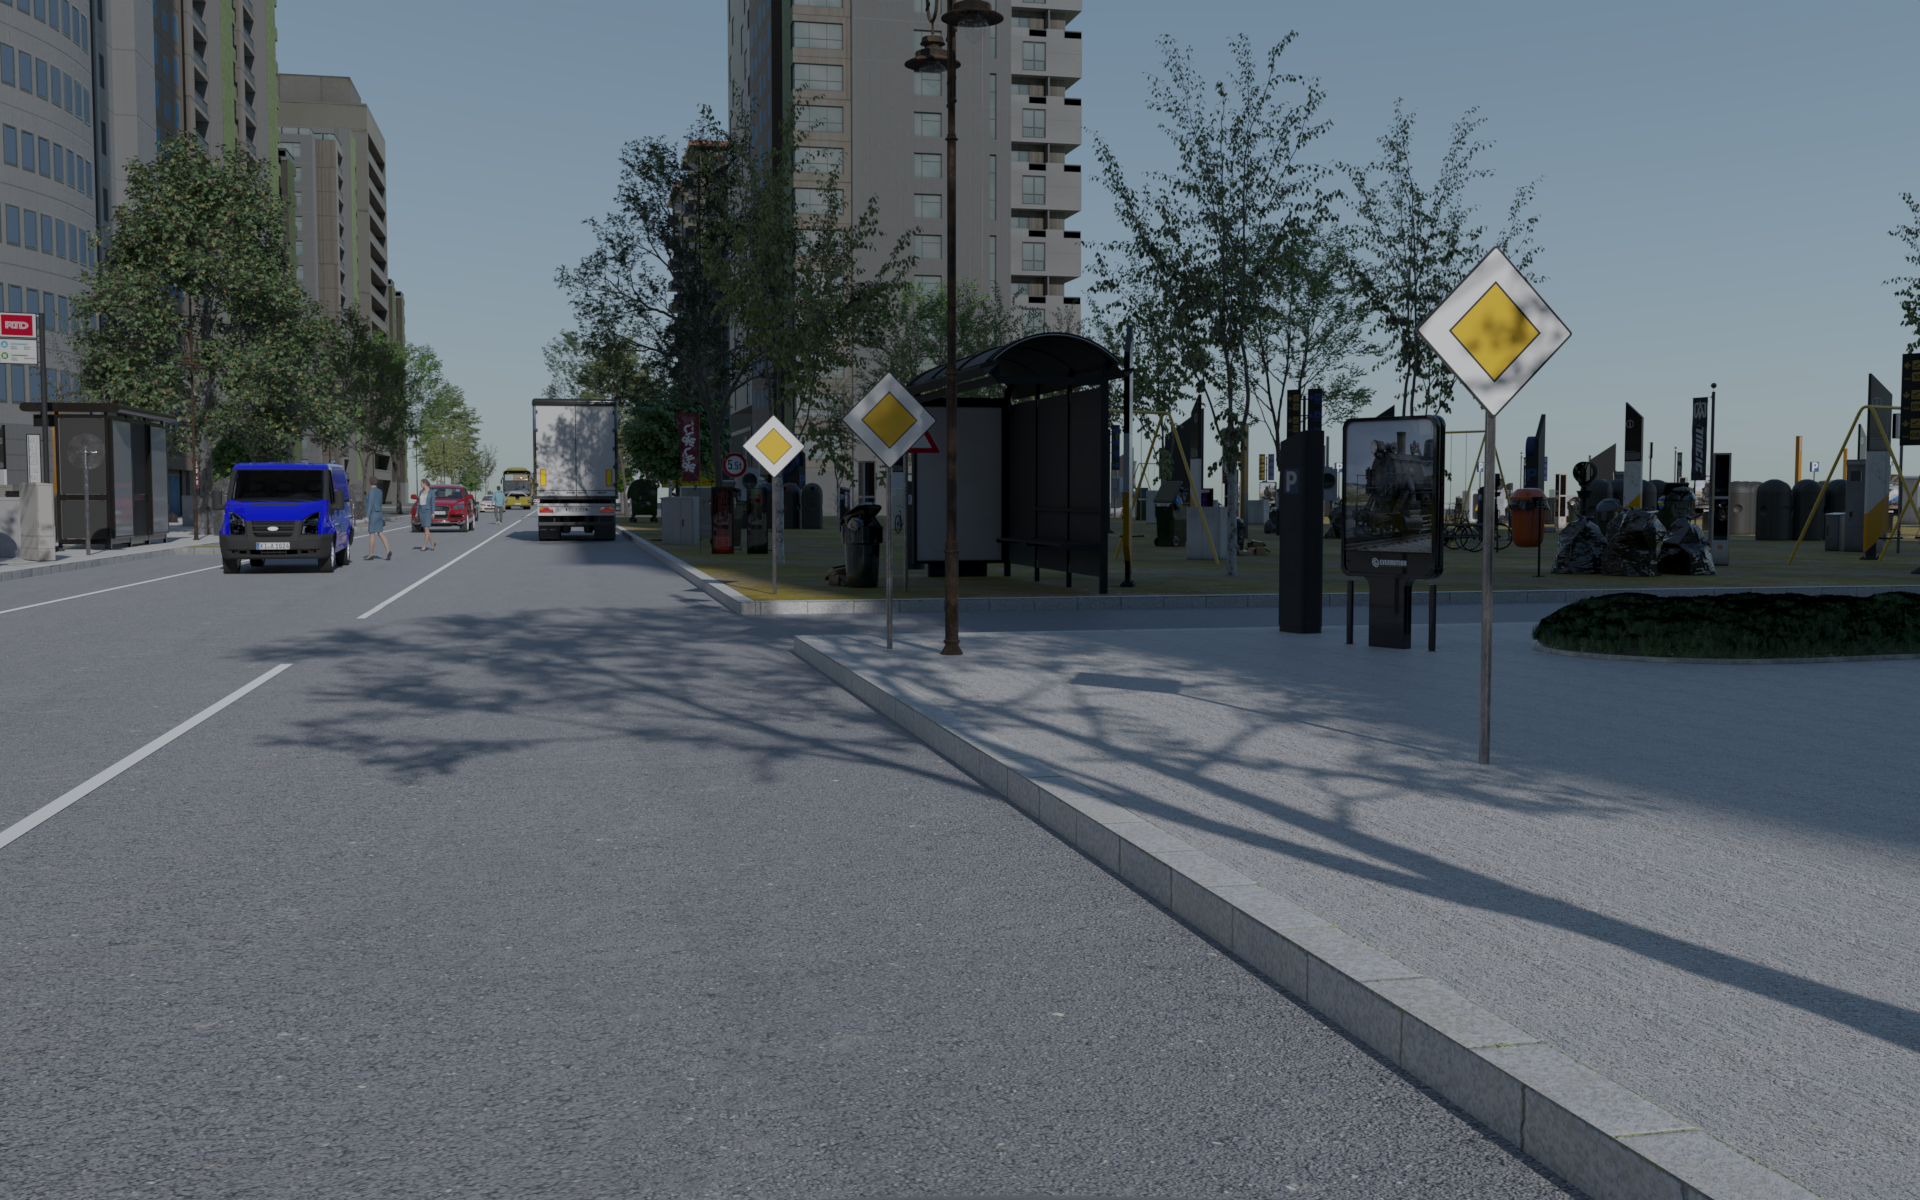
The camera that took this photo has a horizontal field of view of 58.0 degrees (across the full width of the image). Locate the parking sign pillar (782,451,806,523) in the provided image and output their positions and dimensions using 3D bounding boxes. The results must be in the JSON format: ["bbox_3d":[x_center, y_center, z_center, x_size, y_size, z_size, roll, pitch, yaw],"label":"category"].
[{"bbox_3d":[-7.530,-5.470,77.899,1.447,3.967,1.447,3,5,42],"label":"parking sign pillar"}]

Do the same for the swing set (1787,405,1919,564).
[{"bbox_3d":[17.031,-2.051,31.151,3.119,2.851,2.862,-2,4,-31],"label":"swing set"}]

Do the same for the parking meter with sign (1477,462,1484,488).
[{"bbox_3d":[28.766,-5.938,93.355,0.543,3.016,1.738,-3,5,-43],"label":"parking meter with sign"}]

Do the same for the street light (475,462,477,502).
[{"bbox_3d":[-56.990,-14.118,203.615,0.468,5.910,1.993,-1,4,-13],"label":"street light"}]

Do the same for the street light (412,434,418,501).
[{"bbox_3d":[-38.350,-9.143,122.281,0.468,5.910,1.993,-1,4,-13],"label":"street light"}]

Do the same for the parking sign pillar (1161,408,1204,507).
[{"bbox_3d":[6.960,-4.023,54.251,1.447,3.967,1.447,-1,4,-20],"label":"parking sign pillar"}]

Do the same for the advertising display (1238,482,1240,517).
[{"bbox_3d":[15.155,-5.523,95.521,0.123,1.923,0.974,3,4,37],"label":"advertising display"}]

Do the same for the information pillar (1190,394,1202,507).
[{"bbox_3d":[5.569,-3.029,40.877,0.183,3.616,0.504,-1,4,-14],"label":"information pillar"}]

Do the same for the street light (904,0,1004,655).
[{"bbox_3d":[-0.066,-2.501,13.677,0.468,5.910,1.993,-1,4,-13],"label":"street light"}]

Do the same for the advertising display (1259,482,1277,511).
[{"bbox_3d":[16.203,-5.254,91.117,0.974,1.923,0.123,3,4,38],"label":"advertising display"}]

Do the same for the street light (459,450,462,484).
[{"bbox_3d":[-50.546,-12.374,175.096,0.468,5.910,1.993,-1,4,-13],"label":"street light"}]

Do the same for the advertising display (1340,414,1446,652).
[{"bbox_3d":[3.593,-0.563,14.426,0.123,1.923,0.974,-3,4,-38],"label":"advertising display"}]

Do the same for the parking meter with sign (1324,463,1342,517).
[{"bbox_3d":[20.710,-6.143,96.694,0.543,3.016,1.738,-1,4,-19],"label":"parking meter with sign"}]

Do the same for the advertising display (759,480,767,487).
[{"bbox_3d":[-9.322,-4.653,81.293,0.974,1.923,0.123,3,5,40],"label":"advertising display"}]

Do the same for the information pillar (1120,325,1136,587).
[{"bbox_3d":[2.313,-1.987,23.836,0.183,3.616,0.504,1,4,11],"label":"information pillar"}]

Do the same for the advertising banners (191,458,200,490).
[{"bbox_3d":[-36.464,-5.365,83.901,0.090,3.025,2.074,1,4,18],"label":"advertising banners"}]

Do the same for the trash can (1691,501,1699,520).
[{"bbox_3d":[35.990,-4.495,85.151,0.748,1.137,0.748,0,3,0],"label":"trash can"}]

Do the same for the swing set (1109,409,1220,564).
[{"bbox_3d":[2.878,-2.111,32.138,3.119,2.851,2.862,-3,4,-37],"label":"swing set"}]

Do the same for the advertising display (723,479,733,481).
[{"bbox_3d":[-9.802,-4.233,74.425,0.974,1.923,0.123,-2,4,-24],"label":"advertising display"}]

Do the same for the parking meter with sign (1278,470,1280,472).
[{"bbox_3d":[17.785,-5.921,93.075,0.543,3.016,1.738,3,5,44],"label":"parking meter with sign"}]

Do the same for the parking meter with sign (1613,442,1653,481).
[{"bbox_3d":[22.327,-3.792,58.266,1.738,3.016,0.543,1,4,18],"label":"parking meter with sign"}]

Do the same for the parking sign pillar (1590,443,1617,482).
[{"bbox_3d":[34.083,-6.322,91.831,1.447,3.967,1.447,2,4,30],"label":"parking sign pillar"}]

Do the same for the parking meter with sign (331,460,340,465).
[{"bbox_3d":[-32.392,-5.643,88.523,1.738,3.016,0.543,3,5,40],"label":"parking meter with sign"}]

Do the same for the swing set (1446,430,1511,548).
[{"bbox_3d":[12.098,-2.797,43.348,2.862,2.851,3.119,-3,4,-38],"label":"swing set"}]

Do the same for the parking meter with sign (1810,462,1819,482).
[{"bbox_3d":[46.310,-5.893,92.615,0.543,3.016,1.738,-1,4,-19],"label":"parking meter with sign"}]

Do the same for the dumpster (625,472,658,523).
[{"bbox_3d":[-14.337,-4.640,78.356,1.502,2.255,1.985,-1,4,-13],"label":"dumpster"}]

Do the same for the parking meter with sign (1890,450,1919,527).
[{"bbox_3d":[39.675,-4.647,72.239,1.738,3.016,0.543,3,5,44],"label":"parking meter with sign"}]

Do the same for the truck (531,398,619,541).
[{"bbox_3d":[-12.455,-4.125,56.357,2.839,4.237,11.283,-1,4,-12],"label":"truck"}]

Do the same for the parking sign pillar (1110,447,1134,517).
[{"bbox_3d":[9.302,-6.784,99.383,1.447,3.967,1.447,0,4,3],"label":"parking sign pillar"}]

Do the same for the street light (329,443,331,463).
[{"bbox_3d":[-27.920,-6.358,76.748,0.468,5.910,1.993,-1,4,-13],"label":"street light"}]

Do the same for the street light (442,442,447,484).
[{"bbox_3d":[-44.988,-10.906,151.101,0.468,5.910,1.993,-1,4,-13],"label":"street light"}]

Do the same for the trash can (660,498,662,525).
[{"bbox_3d":[-11.594,-3.504,68.951,0.748,1.137,0.748,0,3,0],"label":"trash can"}]

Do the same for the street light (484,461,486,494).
[{"bbox_3d":[-63.731,-15.895,232.667,0.468,5.910,1.993,-1,4,-13],"label":"street light"}]

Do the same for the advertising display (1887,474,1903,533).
[{"bbox_3d":[30.199,-3.130,56.389,0.974,1.923,0.123,0,4,-8],"label":"advertising display"}]

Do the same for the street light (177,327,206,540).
[{"bbox_3d":[-21.274,-4.604,48.067,0.468,5.910,1.993,-1,4,-13],"label":"street light"}]

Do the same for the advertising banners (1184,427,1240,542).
[{"bbox_3d":[6.473,-3.042,45.920,2.074,3.025,0.090,2,4,34],"label":"advertising banners"}]

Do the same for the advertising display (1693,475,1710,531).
[{"bbox_3d":[25.881,-3.344,59.884,0.974,1.923,0.123,1,4,9],"label":"advertising display"}]

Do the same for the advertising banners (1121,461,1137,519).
[{"bbox_3d":[8.863,-5.769,90.511,0.090,3.025,2.074,2,4,27],"label":"advertising banners"}]

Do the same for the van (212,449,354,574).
[{"bbox_3d":[-12.762,-1.748,32.962,2.240,2.365,5.245,-1,4,-15],"label":"van"}]

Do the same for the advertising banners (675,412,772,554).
[{"bbox_3d":[-5.059,-2.500,37.062,2.074,3.025,0.090,0,4,4],"label":"advertising banners"}]

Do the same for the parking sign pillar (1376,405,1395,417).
[{"bbox_3d":[12.438,-3.910,52.393,1.447,3.967,1.447,0,4,6],"label":"parking sign pillar"}]

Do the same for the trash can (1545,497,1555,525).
[{"bbox_3d":[25.335,-3.859,74.742,0.748,1.137,0.748,0,3,0],"label":"trash can"}]

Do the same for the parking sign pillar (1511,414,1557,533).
[{"bbox_3d":[19.210,-4.244,57.854,1.447,3.967,1.447,2,4,27],"label":"parking sign pillar"}]

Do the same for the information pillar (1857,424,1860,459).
[{"bbox_3d":[30.108,-4.070,57.896,0.504,3.616,0.183,-3,5,-40],"label":"information pillar"}]

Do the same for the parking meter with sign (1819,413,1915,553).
[{"bbox_3d":[19.986,-2.566,38.223,0.543,3.016,1.738,-2,4,-26],"label":"parking meter with sign"}]

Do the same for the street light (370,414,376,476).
[{"bbox_3d":[-31.863,-7.418,94.070,0.468,5.910,1.993,-1,4,-13],"label":"street light"}]

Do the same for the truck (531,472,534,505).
[{"bbox_3d":[-56.401,-14.383,224.068,2.839,4.237,11.283,-1,4,-12],"label":"truck"}]
